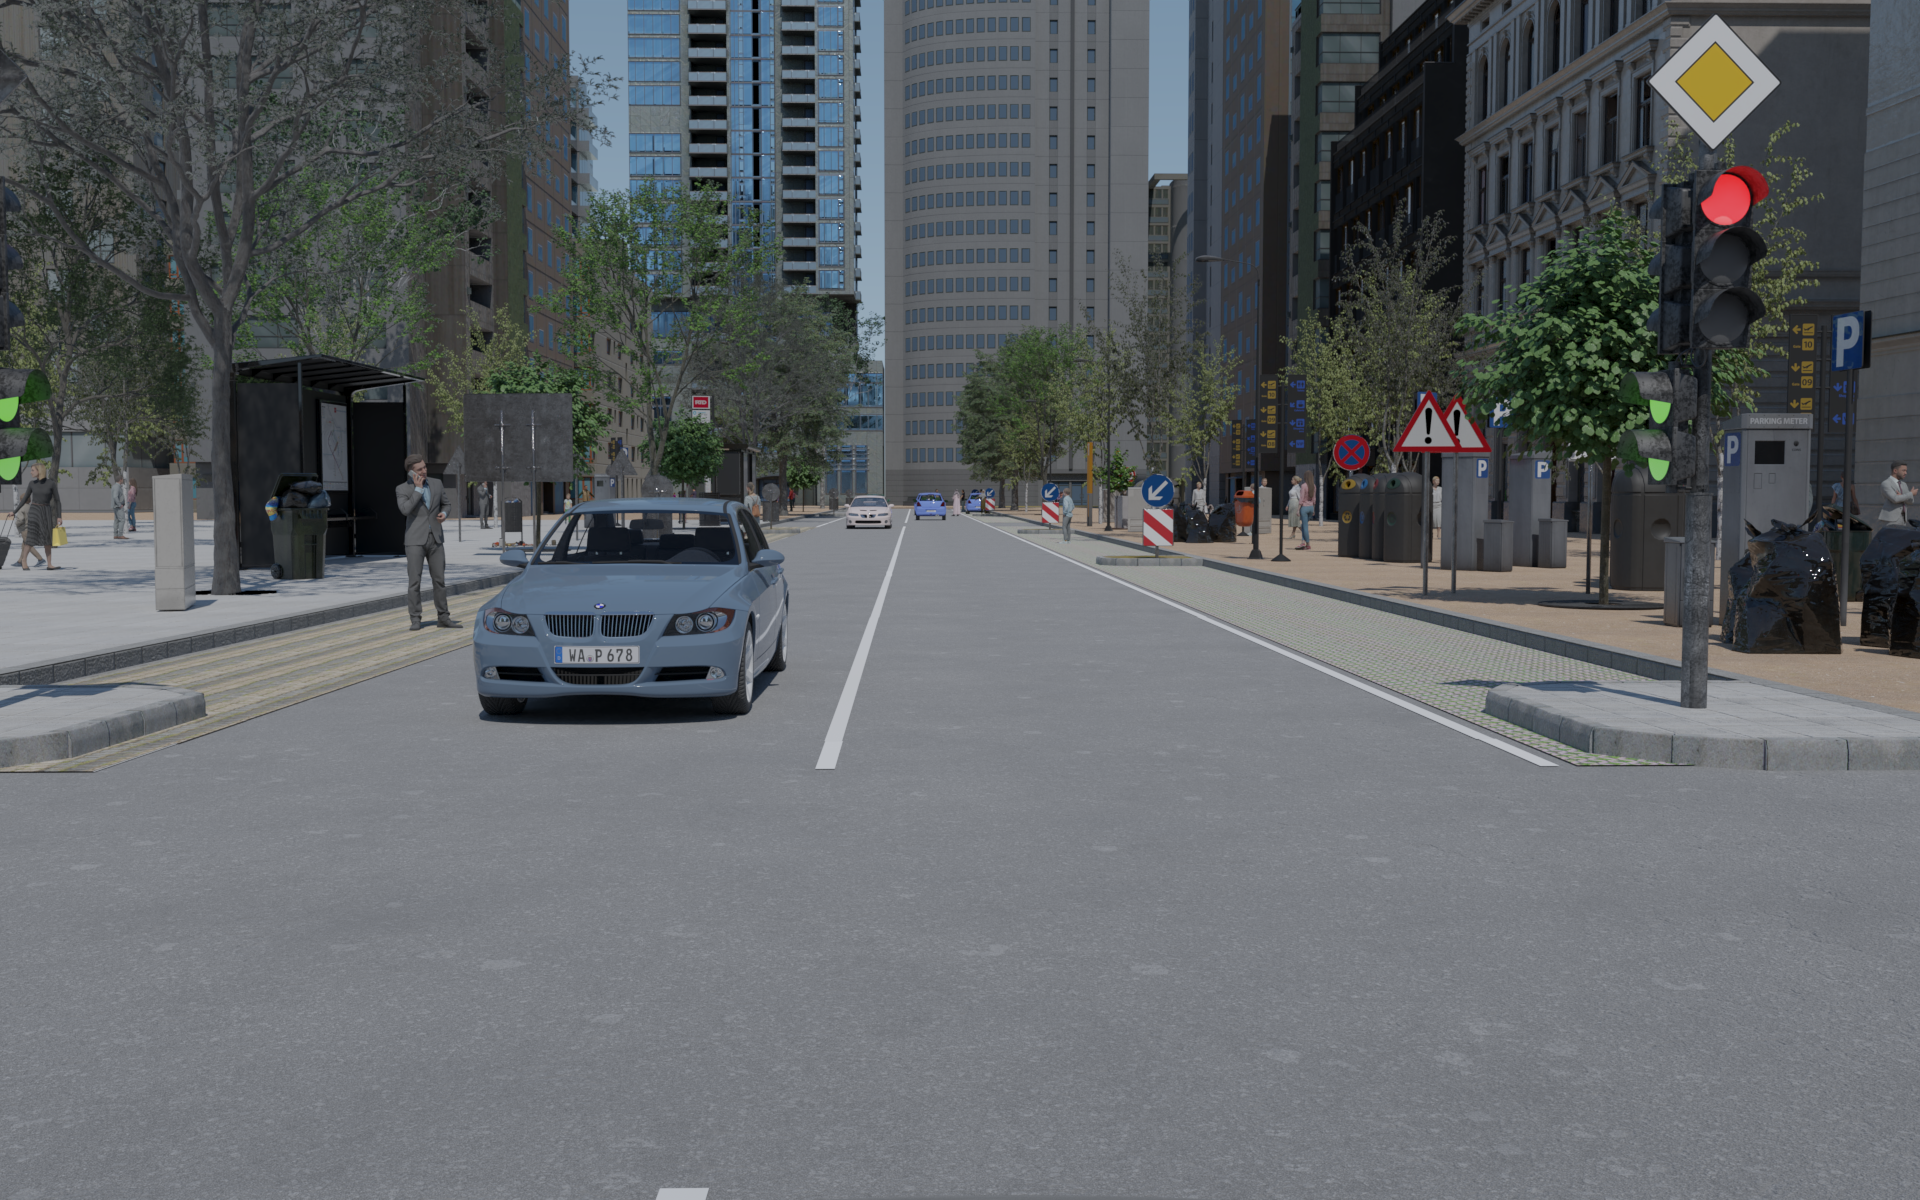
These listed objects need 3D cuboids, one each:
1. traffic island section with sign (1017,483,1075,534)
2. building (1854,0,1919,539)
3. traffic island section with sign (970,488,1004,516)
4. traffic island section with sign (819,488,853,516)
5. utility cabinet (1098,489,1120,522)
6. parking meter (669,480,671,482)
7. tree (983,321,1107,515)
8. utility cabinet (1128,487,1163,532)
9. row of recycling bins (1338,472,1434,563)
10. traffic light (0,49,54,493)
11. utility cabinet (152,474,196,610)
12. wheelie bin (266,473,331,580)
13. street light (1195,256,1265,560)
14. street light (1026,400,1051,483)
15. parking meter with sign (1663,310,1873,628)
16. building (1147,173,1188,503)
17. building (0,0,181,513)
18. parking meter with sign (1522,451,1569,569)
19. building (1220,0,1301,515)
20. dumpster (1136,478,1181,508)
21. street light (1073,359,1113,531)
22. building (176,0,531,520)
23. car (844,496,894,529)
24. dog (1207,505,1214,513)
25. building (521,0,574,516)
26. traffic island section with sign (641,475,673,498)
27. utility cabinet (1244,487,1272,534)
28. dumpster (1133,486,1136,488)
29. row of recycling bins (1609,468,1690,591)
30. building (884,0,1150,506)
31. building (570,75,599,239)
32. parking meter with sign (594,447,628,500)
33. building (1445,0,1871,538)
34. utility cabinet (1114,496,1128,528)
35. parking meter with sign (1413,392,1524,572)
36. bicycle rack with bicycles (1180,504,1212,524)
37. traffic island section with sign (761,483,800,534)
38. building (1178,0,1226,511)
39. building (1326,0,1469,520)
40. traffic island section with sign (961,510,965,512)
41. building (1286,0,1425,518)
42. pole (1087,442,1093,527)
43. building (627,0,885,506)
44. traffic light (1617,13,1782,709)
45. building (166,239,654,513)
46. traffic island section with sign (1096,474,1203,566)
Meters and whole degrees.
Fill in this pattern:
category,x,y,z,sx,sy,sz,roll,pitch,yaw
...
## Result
category,x,y,z,sx,sy,sz,roll,pitch,yaw
traffic island section with sign,3.092,-3.299,62.562,1.989,1.847,2.006,0,4,-1
building,42.688,-15.672,32.654,44.131,29.872,17.030,0,4,-1
traffic island section with sign,1.806,-6.331,112.138,1.989,1.847,2.006,0,4,-1
traffic island section with sign,-8.116,-6.347,112.400,1.989,1.847,2.006,0,4,-1
utility cabinet,6.736,-4.243,78.052,0.318,1.500,1.173,3,5,44
parking meter,-11.741,-3.899,69.456,0.255,1.863,0.399,1,4,11
tree,5.122,-10.930,104.458,9.928,11.665,9.643,0,3,0
utility cabinet,6.215,-3.017,58.014,1.173,1.500,0.318,0,4,5
row of recycling bins,8.304,-1.632,33.802,1.069,1.692,3.534,0,4,-6
traffic light,-5.764,-1.291,10.025,0.839,4.253,0.868,0,4,-1
utility cabinet,-8.796,-0.654,19.373,0.318,1.500,1.173,-1,4,-18
wheelie bin,-9.961,-1.119,26.196,0.693,1.594,0.980,2,4,35
street light,5.284,-3.754,33.922,1.470,5.913,1.316,0,4,-1
street light,3.926,-6.906,85.462,1.470,5.913,1.316,0,4,-1
parking meter with sign,7.748,-1.250,16.700,1.738,3.016,0.543,0,4,-2
building,32.087,-31.032,199.256,23.993,40.220,32.217,0,4,-1
building,-69.236,-33.078,130.069,27.495,52.752,28.713,0,4,-1
parking meter with sign,10.042,-2.097,30.549,0.543,3.016,1.738,-1,4,-20
building,24.967,-28.202,111.219,14.600,45.320,14.200,0,4,-1
dumpster,7.000,-3.350,60.533,1.264,1.857,1.865,0,4,-2
street light,4.577,-5.320,59.523,1.470,5.913,1.316,0,4,-1
building,-31.600,-19.591,92.019,14.160,30.474,14.107,0,4,-1
car,-3.793,-3.690,72.700,2.083,1.381,4.827,0,4,-1
dog,11.194,-3.766,75.950,0.513,0.831,0.800,-1,4,-14
building,-32.078,-27.864,105.686,14.600,45.320,14.200,0,4,-1
traffic island section with sign,-6.129,-1.616,35.053,1.989,1.847,2.006,0,4,-1
utility cabinet,9.528,-2.852,55.301,0.318,1.500,1.173,3,5,41
dumpster,7.425,-3.774,67.455,1.264,1.857,1.865,0,4,-1
row of recycling bins,9.718,-1.056,24.374,1.069,1.692,3.534,2,4,25
building,5.650,-39.845,193.457,28.212,58.520,21.231,0,4,-1
building,-55.466,-35.050,192.677,30.456,49.044,23.786,0,4,-1
parking meter with sign,-13.331,-4.206,65.034,1.738,3.016,0.543,1,4,23
building,24.957,-14.085,59.176,11.050,23.489,19.941,0,4,-1
utility cabinet,6.075,-3.287,64.910,0.306,1.237,1.020,-1,4,-12
parking meter with sign,8.470,-2.006,29.060,0.543,3.016,1.738,-3,4,-38
bicycle rack with bicycles,7.972,-3.105,64.152,2.852,0.926,2.925,-1,4,-10
traffic island section with sign,-6.856,-3.339,63.214,1.989,1.847,2.006,0,4,-1
building,28.115,-36.135,132.801,21.231,58.520,28.212,0,4,-1
building,24.569,-15.175,77.792,12.332,23.373,15.834,0,4,-1
traffic island section with sign,1.099,-7.979,139.084,1.989,1.847,2.006,0,4,-1
building,25.535,-19.915,97.319,14.160,30.474,14.107,0,4,-1
pole,5.115,-4.552,68.273,0.158,3.312,0.155,0,3,0
building,-24.016,-53.760,191.642,31.000,86.520,22.319,0,4,-1
traffic light,4.394,-1.308,10.303,0.839,4.253,0.868,0,4,-1
building,-39.978,-17.563,132.192,28.899,21.520,27.650,0,4,-1
traffic island section with sign,3.795,-1.619,35.102,1.989,1.847,2.006,0,4,-1
